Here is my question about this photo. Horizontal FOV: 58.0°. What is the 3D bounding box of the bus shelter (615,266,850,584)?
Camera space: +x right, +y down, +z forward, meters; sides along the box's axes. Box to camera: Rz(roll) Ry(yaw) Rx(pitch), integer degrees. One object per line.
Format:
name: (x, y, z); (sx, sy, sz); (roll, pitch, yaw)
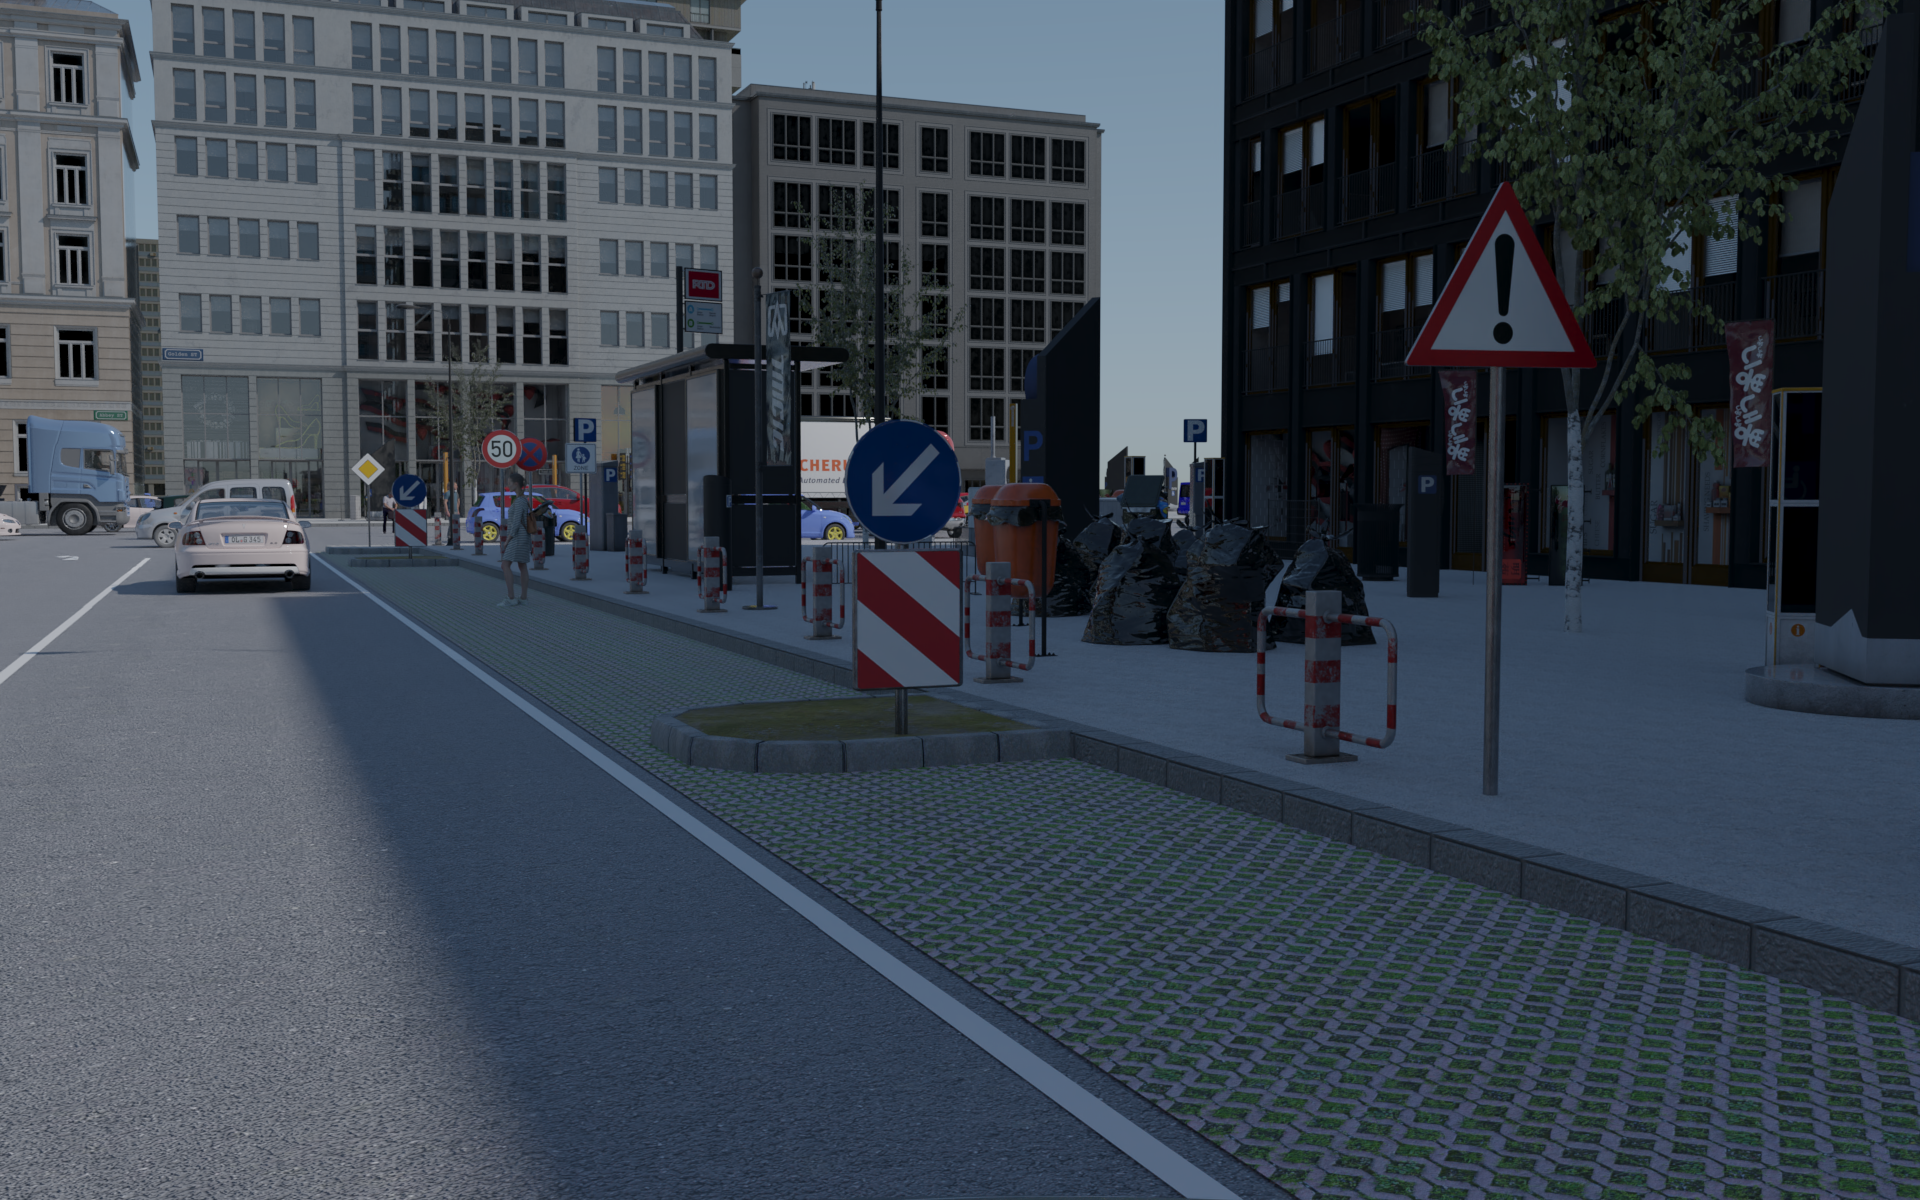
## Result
bus shelter: (-4.230, -3.103, 28.370); (2.179, 5.291, 8.768); (-1, 4, -23)

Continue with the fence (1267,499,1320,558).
fence: (6.220, -1.294, 32.367); (0.480, 1.192, 2.264); (-1, 4, -15)

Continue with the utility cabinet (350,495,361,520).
utility cabinet: (-30.350, -4.635, 86.951); (0.306, 1.237, 1.020); (0, 4, -7)

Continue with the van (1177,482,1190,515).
van: (13.750, -5.125, 88.170); (5.245, 2.365, 2.240); (-1, 4, -23)

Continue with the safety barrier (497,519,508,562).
safety barrier: (-8.606, -1.131, 32.769); (0.300, 0.817, 1.120); (-1, 4, -23)

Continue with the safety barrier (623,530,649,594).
safety barrier: (-4.170, -0.490, 22.287); (0.300, 0.817, 1.120); (-1, 4, -23)

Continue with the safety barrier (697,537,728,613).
safety barrier: (-2.693, -0.276, 18.795); (0.300, 0.817, 1.120); (-1, 4, -23)

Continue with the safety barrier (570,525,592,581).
safety barrier: (-5.649, -0.703, 25.777); (0.300, 0.817, 1.120); (-1, 4, -23)

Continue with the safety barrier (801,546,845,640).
safety barrier: (-1.216, -0.063, 15.306); (0.300, 0.817, 1.120); (-1, 4, -23)

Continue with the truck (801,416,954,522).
truck: (-5.057, -4.558, 63.431); (11.283, 4.237, 2.839); (-1, 4, -22)

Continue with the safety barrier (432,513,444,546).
safety barrier: (-13.046, -1.774, 43.274); (0.300, 0.817, 1.120); (-1, 4, -23)

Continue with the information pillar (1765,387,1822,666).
information pillar: (5.846, -0.466, 12.113); (0.304, 2.012, 0.304); (1, 4, 13)

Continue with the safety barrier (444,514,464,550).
safety barrier: (-11.562, -1.559, 39.769); (0.300, 0.817, 1.120); (-1, 4, -23)

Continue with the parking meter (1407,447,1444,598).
parking meter: (5.780, -0.966, 21.514); (0.399, 1.863, 0.255); (0, 4, 2)

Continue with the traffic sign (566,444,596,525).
traffic sign: (-7.625, -2.003, 34.875); (0.606, 2.300, 0.079); (-1, 4, -16)

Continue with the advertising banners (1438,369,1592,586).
advertising banners: (7.747, -1.716, 24.243); (2.074, 3.025, 0.090); (1, 4, 12)

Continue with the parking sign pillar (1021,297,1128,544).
parking sign pillar: (1.361, -2.135, 23.385); (1.447, 3.967, 1.447); (3, 4, 38)

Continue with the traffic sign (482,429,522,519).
traffic sign: (-9.026, -2.083, 34.168); (0.768, 2.556, 0.104); (-1, 4, -17)

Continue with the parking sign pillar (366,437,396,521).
parking sign pillar: (-27.438, -5.726, 82.086); (1.447, 3.967, 1.447); (3, 4, 37)

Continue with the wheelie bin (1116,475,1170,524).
wheelie bin: (3.052, -1.273, 28.715); (0.980, 1.594, 0.693); (2, 4, 28)

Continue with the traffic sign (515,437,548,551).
traffic sign: (-9.669, -2.379, 38.998); (0.768, 2.556, 0.104); (-1, 4, -14)

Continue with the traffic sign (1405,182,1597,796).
traffic sign: (2.264, -0.447, 7.319); (0.884, 2.594, 0.081); (-1, 4, -14)

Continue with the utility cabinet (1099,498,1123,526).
utility cabinet: (2.825, -1.156, 30.061); (1.020, 1.237, 0.306); (1, 4, 21)

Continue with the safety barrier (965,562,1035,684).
safety barrier: (0.261, 0.151, 11.803); (0.300, 0.817, 1.120); (-1, 4, -23)

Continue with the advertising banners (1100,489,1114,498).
advertising banners: (3.033, -2.982, 44.939); (2.074, 3.025, 0.090); (0, 4, 2)

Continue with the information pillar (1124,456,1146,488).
information pillar: (3.370, -1.768, 33.404); (0.304, 2.012, 0.304); (-2, 4, -25)

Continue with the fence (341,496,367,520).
fence: (-29.085, -4.470, 84.291); (2.264, 1.192, 0.480); (0, 4, 1)

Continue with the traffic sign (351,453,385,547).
traffic sign: (-14.404, -2.358, 42.189); (0.795, 2.450, 0.064); (-1, 4, -23)

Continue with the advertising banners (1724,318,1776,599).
advertising banners: (8.405, -1.264, 16.859); (0.090, 3.025, 2.074); (-3, 4, -39)

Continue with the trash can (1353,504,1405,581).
trash can: (6.200, -0.857, 25.667); (0.748, 1.137, 0.748); (0, 3, 0)

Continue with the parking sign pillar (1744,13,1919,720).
parking sign pillar: (5.562, -1.342, 10.418); (1.447, 3.967, 1.447); (1, 4, 14)

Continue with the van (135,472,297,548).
van: (-20.264, -2.461, 47.251); (4.112, 2.044, 2.013); (-2, 4, -25)

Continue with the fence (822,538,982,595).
fence: (-0.757, -0.395, 21.826); (2.069, 0.683, 0.278); (-1, 4, -14)

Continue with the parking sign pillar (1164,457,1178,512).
parking sign pillar: (15.496, -8.490, 127.289); (1.447, 3.967, 1.447); (3, 5, 40)

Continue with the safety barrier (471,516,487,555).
safety barrier: (-10.078, -1.345, 36.267); (0.300, 0.817, 1.120); (-1, 4, -23)

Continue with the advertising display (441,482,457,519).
advertising display: (-26.432, -5.164, 89.649); (0.123, 1.923, 0.974); (2, 4, 33)

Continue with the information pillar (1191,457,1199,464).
information pillar: (14.740, -7.166, 108.519); (0.504, 3.616, 0.183); (1, 4, 20)

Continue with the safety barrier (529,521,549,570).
safety barrier: (-7.125, -0.917, 29.271); (0.300, 0.817, 1.120); (-1, 4, -23)

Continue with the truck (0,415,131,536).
truck: (-37.409, -4.166, 57.870); (18.799, 4.110, 2.967); (-1, 4, -21)

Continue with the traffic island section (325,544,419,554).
traffic island section: (-14.386, -1.223, 42.274); (2.009, 0.180, 2.903); (-1, 4, -23)

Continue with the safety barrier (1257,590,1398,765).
safety barrier: (1.741, 0.365, 8.315); (0.300, 0.817, 1.120); (-1, 4, -23)

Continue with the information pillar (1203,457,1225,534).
information pillar: (5.121, -1.861, 34.926); (0.304, 2.012, 0.304); (-2, 4, -33)

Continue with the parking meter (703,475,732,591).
parking meter: (-3.216, -0.891, 22.983); (0.372, 1.533, 0.369); (0, 3, 0)

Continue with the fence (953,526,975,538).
fence: (0.169, -0.968, 31.194); (0.278, 0.683, 2.069); (-1, 4, -17)
